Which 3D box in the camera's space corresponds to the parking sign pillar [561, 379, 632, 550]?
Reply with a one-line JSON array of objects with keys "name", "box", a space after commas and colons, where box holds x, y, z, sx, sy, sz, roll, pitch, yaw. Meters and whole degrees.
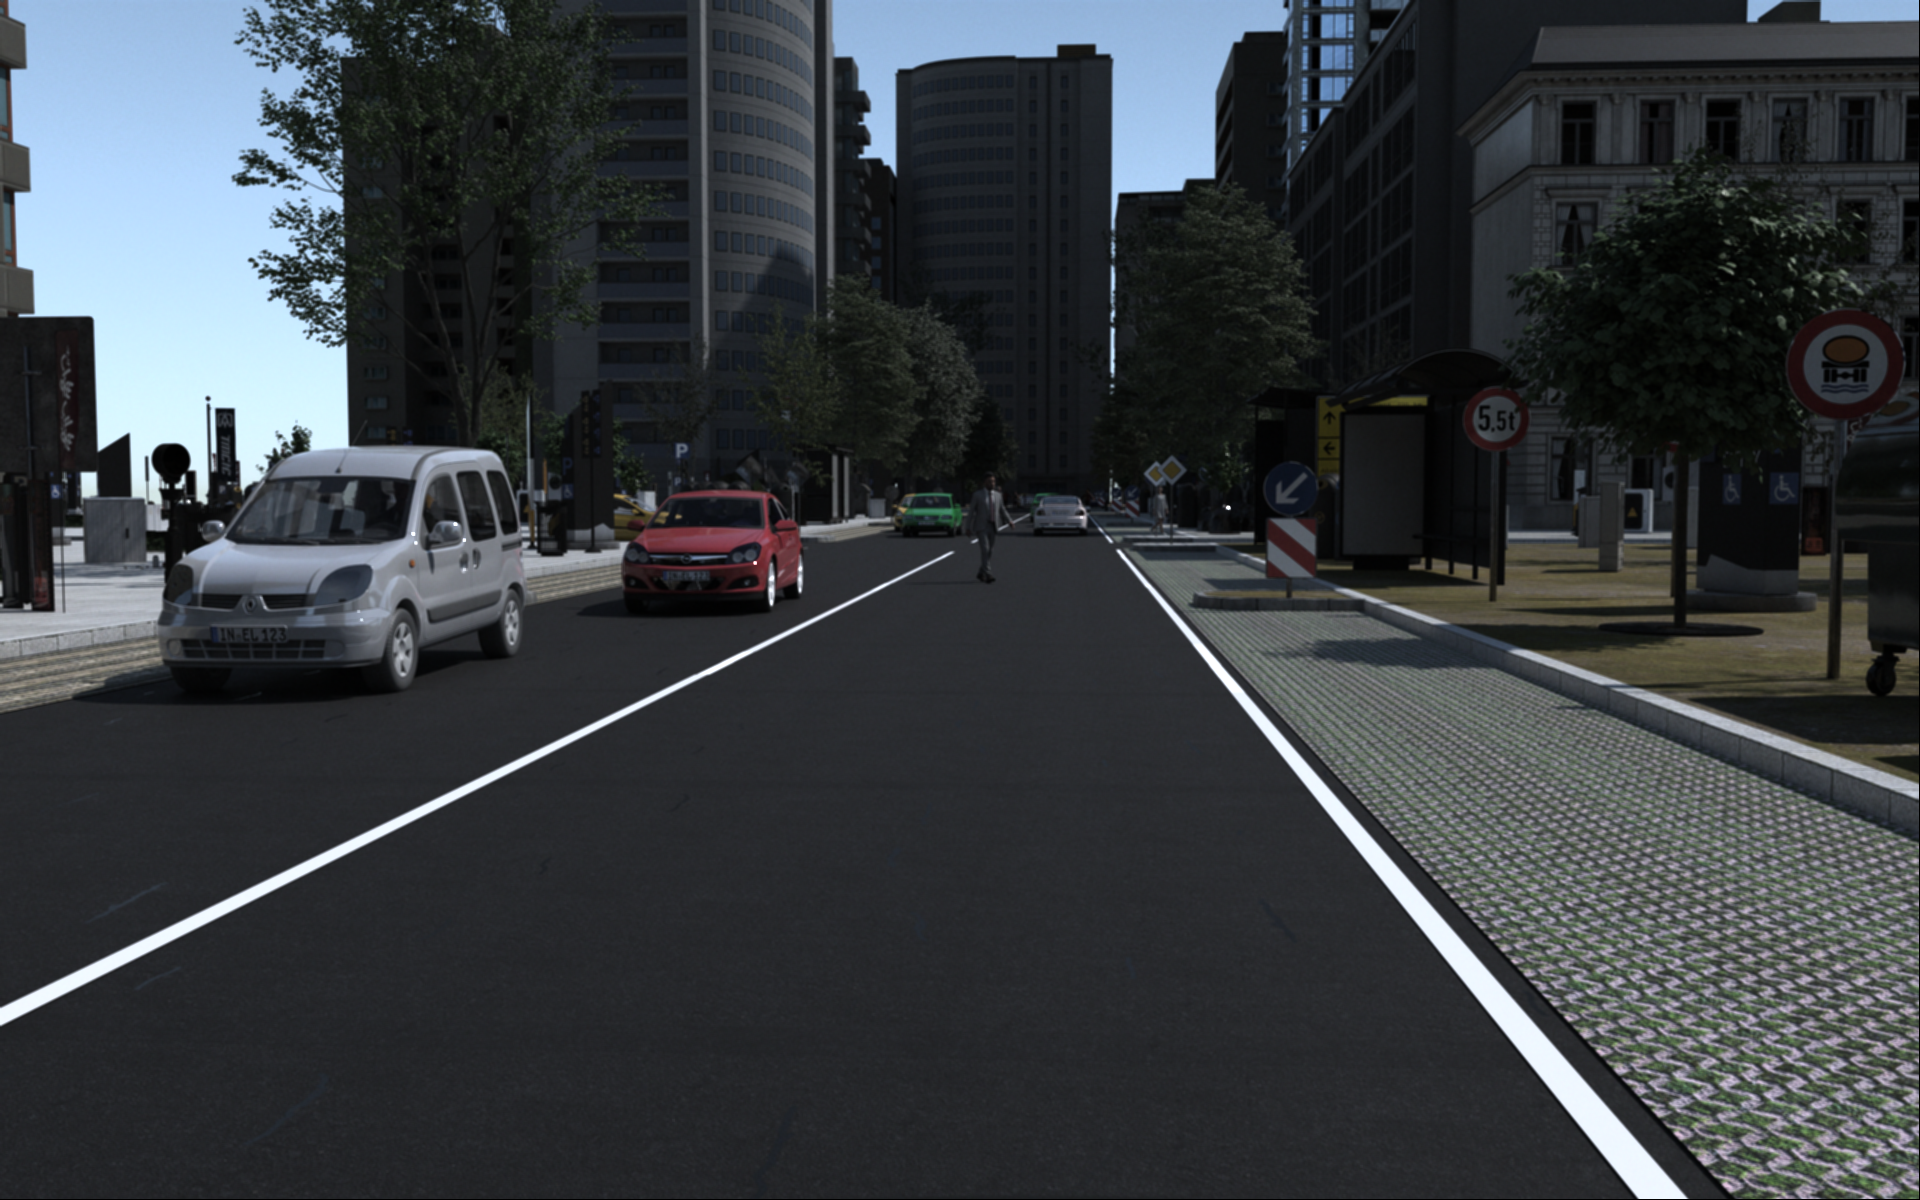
[{"name": "parking sign pillar", "box": [-8.651, -3.166, 40.233, 1.447, 3.967, 1.447, 2, 4, 32]}]

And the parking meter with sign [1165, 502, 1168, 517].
[{"name": "parking meter with sign", "box": [12.162, -6.124, 96.392, 1.738, 3.016, 0.543, 0, 4, -6]}]

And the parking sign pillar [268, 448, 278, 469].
[{"name": "parking sign pillar", "box": [-39.800, -6.866, 100.727, 1.447, 3.967, 1.447, -2, 4, -35]}]

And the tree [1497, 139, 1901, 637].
[{"name": "tree", "box": [6.833, -1.980, 16.082, 4.285, 4.588, 4.351, 0, 3, 0]}]

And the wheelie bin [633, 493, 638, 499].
[{"name": "wheelie bin", "box": [-19.228, -5.703, 101.155, 0.693, 1.594, 0.980, 2, 4, 33]}]

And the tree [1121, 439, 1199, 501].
[{"name": "tree", "box": [12.090, -7.076, 99.405, 4.285, 4.588, 4.351, 0, 3, 0]}]

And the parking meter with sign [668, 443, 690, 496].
[{"name": "parking meter with sign", "box": [-9.730, -3.868, 59.511, 0.543, 3.016, 1.738, -1, 4, -21]}]

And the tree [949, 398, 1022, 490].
[{"name": "tree", "box": [2.463, -17.336, 200.446, 9.611, 12.733, 9.660, 0, 3, 0]}]

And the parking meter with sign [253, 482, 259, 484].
[{"name": "parking meter with sign", "box": [-43.492, -6.804, 107.512, 1.738, 3.016, 0.543, 0, 4, -5]}]

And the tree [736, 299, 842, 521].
[{"name": "tree", "box": [-6.321, -7.010, 64.968, 4.737, 8.622, 4.395, 0, 3, 0]}]

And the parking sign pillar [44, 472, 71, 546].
[{"name": "parking sign pillar", "box": [-23.012, -3.345, 43.156, 1.447, 3.967, 1.447, 1, 4, 23]}]

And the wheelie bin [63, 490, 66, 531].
[{"name": "wheelie bin", "box": [-31.620, -3.218, 60.520, 0.693, 1.594, 0.980, -3, 4, -37]}]

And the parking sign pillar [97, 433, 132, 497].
[{"name": "parking sign pillar", "box": [-36.995, -5.337, 75.735, 1.447, 3.967, 1.447, -3, 4, -39]}]

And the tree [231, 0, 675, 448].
[{"name": "tree", "box": [-8.938, -6.451, 31.233, 9.928, 11.665, 9.643, 0, 3, 0]}]

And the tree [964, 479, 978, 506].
[{"name": "tree", "box": [1.241, -11.917, 189.440, 1.663, 3.219, 1.824, 0, 3, 0]}]

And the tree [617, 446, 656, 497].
[{"name": "tree", "box": [-13.203, -4.641, 70.484, 1.663, 3.219, 1.824, 0, 3, 0]}]

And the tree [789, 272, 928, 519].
[{"name": "tree", "box": [-5.262, -10.459, 89.139, 7.486, 12.596, 7.792, 0, 3, 0]}]

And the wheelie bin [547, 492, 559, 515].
[{"name": "wheelie bin", "box": [-24.665, -5.931, 104.880, 0.980, 1.594, 0.693, 2, 4, 28]}]

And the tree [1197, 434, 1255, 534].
[{"name": "tree", "box": [8.395, -3.739, 55.727, 1.663, 3.219, 1.824, 0, 3, 0]}]

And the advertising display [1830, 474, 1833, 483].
[{"name": "advertising display", "box": [28.972, -3.170, 57.045, 0.974, 1.923, 0.123, -2, 4, -30]}]

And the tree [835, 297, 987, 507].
[{"name": "tree", "box": [-3.437, -12.531, 111.542, 9.857, 13.997, 8.962, 0, 3, 0]}]

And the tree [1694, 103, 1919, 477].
[{"name": "tree", "box": [15.750, -5.051, 32.951, 4.360, 8.622, 3.978, 0, 3, 0]}]

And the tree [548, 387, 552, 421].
[{"name": "tree", "box": [-26.082, -9.263, 101.817, 4.737, 8.622, 4.395, 0, 3, 0]}]

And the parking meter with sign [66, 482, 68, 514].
[{"name": "parking meter with sign", "box": [-59.194, -7.210, 114.145, 1.738, 3.016, 0.543, 2, 4, 26]}]

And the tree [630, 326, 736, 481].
[{"name": "tree", "box": [-11.929, -7.646, 75.378, 4.360, 8.622, 3.978, 0, 3, 0]}]

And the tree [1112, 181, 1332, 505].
[{"name": "tree", "box": [9.799, -8.886, 63.414, 7.486, 12.596, 7.792, 0, 3, 0]}]

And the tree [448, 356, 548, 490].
[{"name": "tree", "box": [-25.531, -8.721, 92.948, 4.737, 8.622, 4.395, 0, 3, 0]}]

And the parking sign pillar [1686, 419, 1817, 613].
[{"name": "parking sign pillar", "box": [8.803, -1.886, 19.302, 1.447, 3.967, 1.447, -1, 4, -9]}]

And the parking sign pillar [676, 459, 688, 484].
[{"name": "parking sign pillar", "box": [-15.326, -6.544, 95.465, 1.447, 3.967, 1.447, -1, 4, -18]}]

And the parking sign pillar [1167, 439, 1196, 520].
[{"name": "parking sign pillar", "box": [10.889, -5.899, 84.923, 1.447, 3.967, 1.447, 2, 4, 33]}]

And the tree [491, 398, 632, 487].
[{"name": "tree", "box": [-12.891, -4.635, 59.490, 4.285, 4.588, 4.351, 0, 3, 0]}]

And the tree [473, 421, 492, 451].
[{"name": "tree", "box": [-21.034, -5.770, 78.060, 4.285, 4.588, 4.351, 0, 3, 0]}]

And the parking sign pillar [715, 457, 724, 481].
[{"name": "parking sign pillar", "box": [-17.484, -8.402, 125.844, 1.447, 3.967, 1.447, -1, 4, -17]}]

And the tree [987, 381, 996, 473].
[{"name": "tree", "box": [-3.488, -13.271, 123.635, 9.857, 13.997, 8.962, 0, 3, 0]}]

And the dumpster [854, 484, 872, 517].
[{"name": "dumpster", "box": [-5.589, -5.490, 95.527, 1.264, 1.857, 1.865, 0, 4, 4]}]

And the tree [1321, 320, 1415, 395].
[{"name": "tree", "box": [17.184, -7.467, 72.454, 4.360, 8.622, 3.978, 0, 3, 0]}]

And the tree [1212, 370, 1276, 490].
[{"name": "tree", "box": [16.559, -9.140, 99.795, 4.360, 8.622, 3.978, 0, 3, 0]}]

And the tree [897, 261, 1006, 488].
[{"name": "tree", "box": [-3.154, -17.601, 143.670, 12.611, 20.169, 13.585, 0, 3, 0]}]

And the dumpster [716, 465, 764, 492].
[{"name": "dumpster", "box": [-7.537, -3.436, 58.669, 1.502, 2.255, 1.985, 0, 4, 4]}]

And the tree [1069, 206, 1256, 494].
[{"name": "tree", "box": [13.504, -15.694, 112.482, 12.611, 20.169, 13.585, 0, 3, 0]}]

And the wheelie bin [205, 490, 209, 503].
[{"name": "wheelie bin", "box": [-42.953, -5.618, 99.765, 0.980, 1.594, 0.693, 0, 4, -2]}]

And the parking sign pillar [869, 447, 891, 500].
[{"name": "parking sign pillar", "box": [-4.550, -6.748, 98.798, 1.447, 3.967, 1.447, -3, 5, -41]}]

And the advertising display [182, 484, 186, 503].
[{"name": "advertising display", "box": [-51.693, -6.762, 115.777, 0.123, 1.923, 0.974, 0, 4, -2]}]

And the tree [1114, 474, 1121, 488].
[{"name": "tree", "box": [16.761, -11.445, 170.836, 4.285, 4.588, 4.351, 0, 3, 0]}]

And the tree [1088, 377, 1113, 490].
[{"name": "tree", "box": [14.074, -13.312, 135.773, 7.486, 12.596, 7.792, 0, 3, 0]}]

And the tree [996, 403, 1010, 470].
[{"name": "tree", "box": [0.285, -15.898, 166.581, 9.857, 13.997, 8.962, 0, 3, 0]}]

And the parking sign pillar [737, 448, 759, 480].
[{"name": "parking sign pillar", "box": [-12.229, -6.822, 100.018, 1.447, 3.967, 1.447, 0, 4, -7]}]
